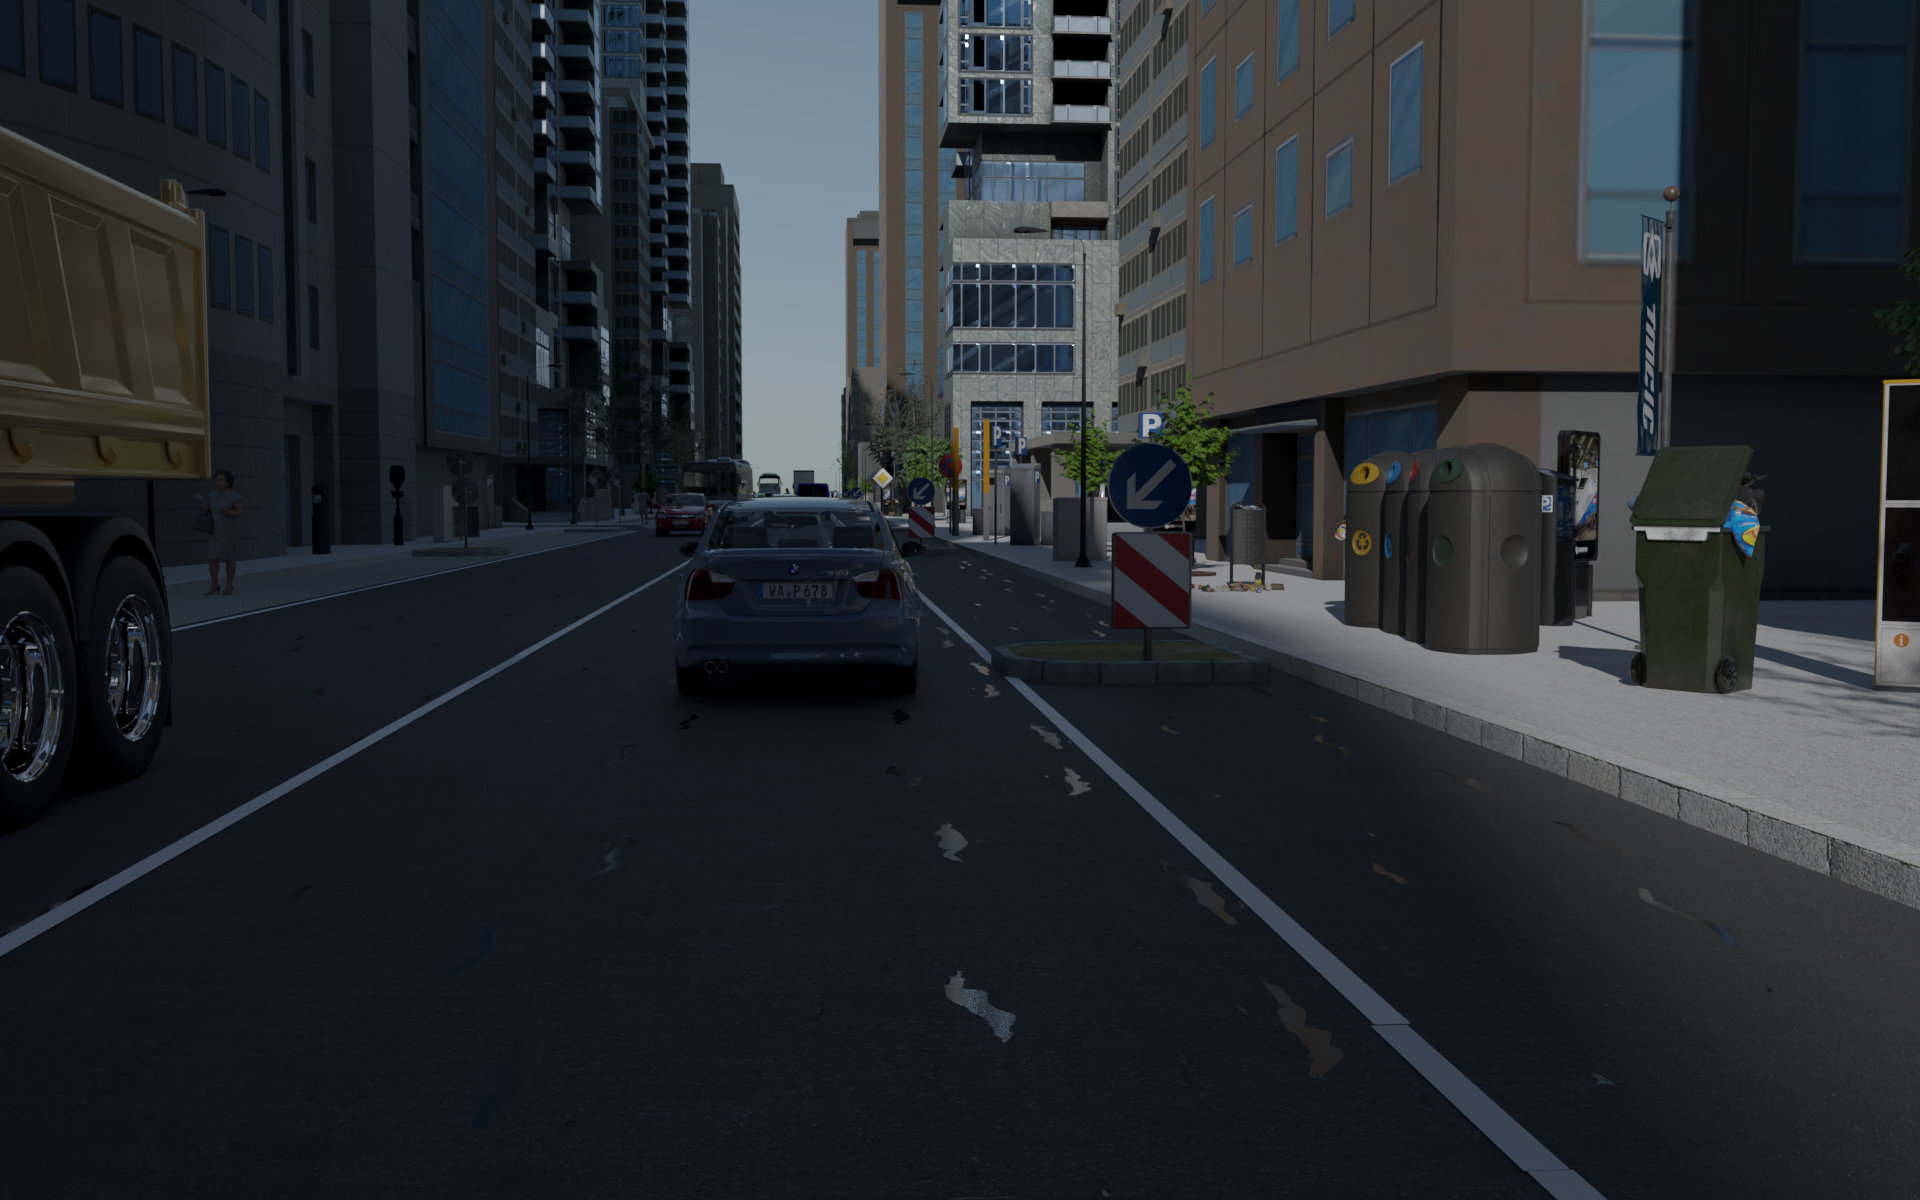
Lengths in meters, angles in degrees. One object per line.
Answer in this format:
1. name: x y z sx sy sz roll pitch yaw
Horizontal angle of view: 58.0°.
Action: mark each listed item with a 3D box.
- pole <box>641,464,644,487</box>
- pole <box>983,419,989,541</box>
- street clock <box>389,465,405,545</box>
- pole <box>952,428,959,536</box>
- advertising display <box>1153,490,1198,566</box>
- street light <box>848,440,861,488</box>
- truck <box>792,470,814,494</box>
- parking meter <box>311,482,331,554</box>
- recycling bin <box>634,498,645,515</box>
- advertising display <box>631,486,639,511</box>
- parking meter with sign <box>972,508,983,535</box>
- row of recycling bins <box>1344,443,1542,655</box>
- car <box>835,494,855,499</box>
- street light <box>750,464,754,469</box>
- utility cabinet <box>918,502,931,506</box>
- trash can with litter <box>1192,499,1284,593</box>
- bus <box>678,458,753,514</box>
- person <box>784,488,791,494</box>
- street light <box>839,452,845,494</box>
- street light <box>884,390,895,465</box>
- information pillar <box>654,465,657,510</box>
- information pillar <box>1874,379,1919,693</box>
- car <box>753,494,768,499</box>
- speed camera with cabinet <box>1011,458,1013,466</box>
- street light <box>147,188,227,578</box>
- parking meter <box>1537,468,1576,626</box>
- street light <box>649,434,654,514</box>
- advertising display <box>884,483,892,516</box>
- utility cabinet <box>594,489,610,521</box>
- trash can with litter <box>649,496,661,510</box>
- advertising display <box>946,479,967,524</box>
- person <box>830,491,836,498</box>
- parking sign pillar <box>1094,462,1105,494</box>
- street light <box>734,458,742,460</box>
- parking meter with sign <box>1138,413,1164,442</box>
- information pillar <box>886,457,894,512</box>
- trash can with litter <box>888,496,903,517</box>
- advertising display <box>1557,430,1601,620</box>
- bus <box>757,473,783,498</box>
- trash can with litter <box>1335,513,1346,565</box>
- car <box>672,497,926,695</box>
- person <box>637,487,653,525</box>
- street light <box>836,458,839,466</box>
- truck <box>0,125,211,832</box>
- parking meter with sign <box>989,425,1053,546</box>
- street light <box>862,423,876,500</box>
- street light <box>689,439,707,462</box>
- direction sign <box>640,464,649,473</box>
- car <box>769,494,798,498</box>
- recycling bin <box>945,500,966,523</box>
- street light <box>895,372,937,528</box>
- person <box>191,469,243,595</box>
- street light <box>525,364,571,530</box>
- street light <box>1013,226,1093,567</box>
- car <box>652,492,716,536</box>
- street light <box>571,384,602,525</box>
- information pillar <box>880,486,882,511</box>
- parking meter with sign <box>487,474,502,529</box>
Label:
1. pole: -21.612 -7.599 118.090 0.158 3.312 0.155 0 3 0
2. pole: 0.718 -3.274 47.368 0.158 3.312 0.155 0 3 0
3. street clock: -14.085 -2.375 43.396 0.358 2.002 0.471 -3 5 -40
4. pole: -0.138 -3.627 53.143 0.158 3.312 0.155 0 3 0
5. advertising display: 3.790 -1.571 30.894 0.974 1.923 0.123 -1 4 -22
6. street light: -9.151 -11.070 153.537 1.470 5.913 1.316 0 4 -5
7. truck: -18.782 -13.423 208.372 2.839 4.237 11.283 0 4 -5
8. parking meter: -13.645 -1.747 36.969 0.372 1.533 0.369 0 3 0
9. recycling bin: -20.024 -5.857 108.319 0.722 1.027 0.722 -1 4 -15
10. advertising display: -24.461 -7.710 131.279 0.974 1.923 0.123 1 4 18
11. parking meter with sign: 1.174 -3.494 53.387 1.738 3.016 0.543 2 4 34
12. row of recycling bins: 4.278 -0.513 15.495 1.069 1.692 3.534 0 4 -1
13. car: -9.070 -7.765 135.746 1.959 1.807 4.718 0 4 -6
14. street light: -32.749 -18.062 267.853 1.470 5.913 1.316 0 4 -5
15. utility cabinet: -1.937 -5.242 94.387 0.318 1.500 1.173 -1 4 -23
16. trash can with litter: 3.450 -0.738 23.123 2.233 1.210 1.678 -1 4 -23
17. bus: -12.110 -5.649 87.223 2.948 3.499 13.247 0 4 -3
18. person: -10.239 -5.774 103.089 0.511 1.800 0.466 0 4 -1
19. street light: -12.156 -13.245 189.097 1.470 5.913 1.316 0 4 -5
20. street light: -2.523 -6.421 77.517 1.470 5.913 1.316 0 4 -5
21. information pillar: -24.685 -9.103 140.193 0.183 3.616 0.504 -1 4 -15
22. information pillar: 6.156 -0.415 11.270 0.304 2.012 0.304 2 4 31
23. car: -20.125 -10.042 172.990 1.959 1.807 4.718 0 4 -6
24. speed camera with cabinet: 2.166 -6.137 94.671 2.038 3.252 0.660 3 5 40
25. street light: -11.817 -3.292 26.366 1.470 5.913 1.316 0 4 -5
26. parking meter: 5.809 -0.521 16.925 0.372 1.533 0.369 0 3 0
27. street light: -18.998 -8.374 109.450 1.470 5.913 1.316 0 4 -5
28. advertising display: -4.277 -5.907 101.786 0.123 1.923 0.974 -2 4 -29
29. utility cabinet: -16.805 -4.448 81.411 0.318 1.500 1.173 1 4 10
30. trash can with litter: -24.843 -8.009 142.005 2.233 1.210 1.678 1 4 22
31. advertising display: -0.157 -4.302 75.547 0.974 1.923 0.123 2 4 27
32. person: -11.029 -8.739 152.326 0.756 1.711 0.436 3 5 40
33. parking sign pillar: 6.274 -5.285 74.879 1.447 3.967 1.447 -2 4 -25
34. street light: -29.756 -15.876 232.116 1.470 5.913 1.316 0 4 -5
35. parking meter with sign: 4.156 -2.451 36.328 0.543 3.016 1.738 0 4 -4
36. information pillar: -4.417 -7.231 109.576 0.504 3.616 0.183 1 4 14
37. trash can with litter: -3.671 -5.282 97.749 0.624 1.170 1.055 -3 5 -42
38. advertising display: 6.337 -0.768 17.770 0.123 1.923 0.974 3 4 38
39. bus: -22.425 -12.984 203.833 2.896 3.916 12.252 0 4 -7
40. trash can with litter: 4.402 -0.465 18.993 0.624 1.170 1.055 1 4 9
41. car: -1.252 -0.104 13.707 2.014 1.417 4.499 0 4 -4
42. person: -14.586 -4.370 80.303 0.716 1.782 0.532 0 4 -1
43. street light: -16.209 -16.119 236.090 1.470 5.913 1.316 0 4 -5
44. truck: -4.981 -0.548 4.890 3.469 3.379 9.791 0 4 -6
45. parking meter with sign: 1.632 -2.882 43.377 1.738 3.016 0.543 2 4 28
46. street light: -5.504 -8.609 113.297 1.470 5.913 1.316 0 4 -5
47. street light: -22.494 -10.807 149.241 1.470 5.913 1.316 0 4 -5
48. direction sign: -23.510 -8.389 129.161 0.876 3.537 0.379 2 4 32
49. car: -7.665 -4.034 75.747 2.009 1.686 4.222 0 4 -4
50. recycling bin: -0.195 -3.938 76.932 0.722 1.027 0.722 1 4 23
51. street light: -1.606 -5.724 66.123 1.470 5.913 1.316 0 4 -5
52. person: -10.493 -0.949 24.376 0.716 1.782 0.532 0 4 8
53. street light: -14.872 -5.467 61.922 1.470 5.913 1.316 0 4 -5
54. street light: 1.623 -3.527 30.216 1.470 5.913 1.316 0 4 -5
55. car: -9.554 -3.128 60.183 2.155 1.783 4.494 0 4 -5
56. street light: -15.770 -6.143 72.979 1.470 5.913 1.316 0 4 -5
57. information pillar: -5.365 -7.117 120.858 0.304 2.012 0.304 1 4 15
58. parking meter with sign: -17.847 -4.198 64.891 1.738 3.016 0.543 3 4 36
